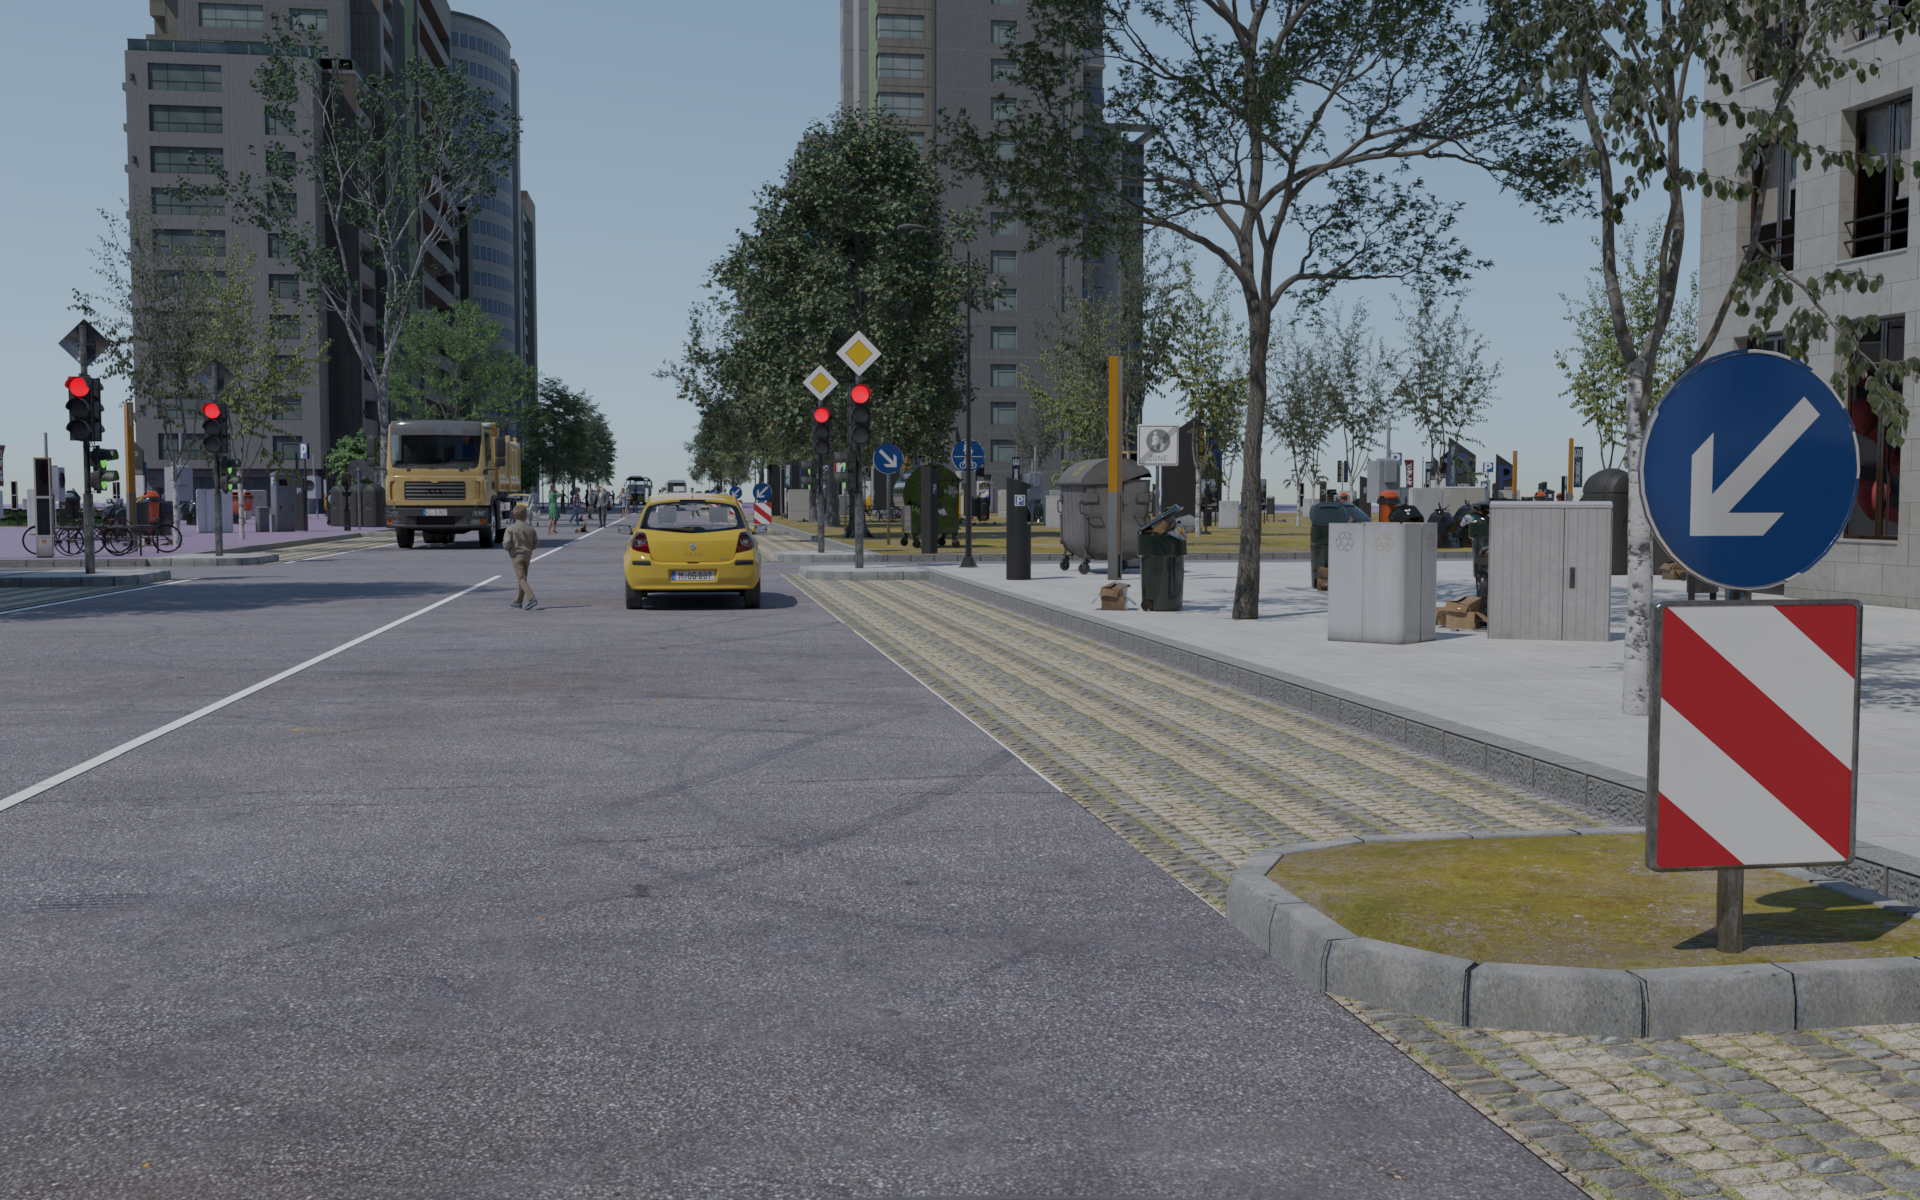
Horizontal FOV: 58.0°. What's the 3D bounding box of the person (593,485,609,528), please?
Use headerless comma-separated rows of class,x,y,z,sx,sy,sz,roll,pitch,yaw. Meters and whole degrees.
person,-15.161,-3.946,73.195,0.592,1.802,0.473,1,4,20

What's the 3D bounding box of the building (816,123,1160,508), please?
building,1.222,-29.310,171.094,32.217,40.220,23.993,-1,4,-9

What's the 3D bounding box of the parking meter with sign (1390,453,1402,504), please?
parking meter with sign,18.542,-4.740,73.756,0.543,3.016,1.738,1,4,16

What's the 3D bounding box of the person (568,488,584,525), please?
person,-17.617,-4.291,79.497,0.643,1.720,0.563,1,4,11

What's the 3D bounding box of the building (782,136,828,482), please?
building,-12.306,-37.516,232.993,23.786,49.044,30.456,-1,4,-9

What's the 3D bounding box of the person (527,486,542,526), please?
person,-18.896,-4.146,76.632,0.694,1.780,0.624,-2,4,-28

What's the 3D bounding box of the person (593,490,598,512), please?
person,-28.517,-7.740,135.585,0.617,1.759,0.750,-1,4,-10

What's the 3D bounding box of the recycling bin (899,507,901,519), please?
recycling bin,-2.926,-4.808,91.160,0.722,1.027,0.722,0,4,-3

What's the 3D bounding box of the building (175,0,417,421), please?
building,-48.486,-27.217,128.590,14.154,41.232,14.086,-1,4,-9

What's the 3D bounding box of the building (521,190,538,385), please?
building,-67.965,-36.523,247.254,14.600,45.320,14.200,-1,4,-9

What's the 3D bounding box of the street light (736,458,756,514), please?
street light,-13.990,-8.636,113.734,1.470,5.913,1.316,-1,4,-9

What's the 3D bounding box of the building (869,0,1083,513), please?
building,0.407,-26.823,122.146,14.154,41.232,14.086,-1,4,-9

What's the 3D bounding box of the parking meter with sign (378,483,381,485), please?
parking meter with sign,-35.843,-6.662,105.183,1.738,3.016,0.543,1,4,11

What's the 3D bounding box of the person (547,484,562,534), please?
person,-14.533,-3.245,61.798,0.600,1.795,0.529,3,5,43

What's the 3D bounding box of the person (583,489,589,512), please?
person,-30.259,-8.058,140.381,0.705,1.807,1.348,1,4,9

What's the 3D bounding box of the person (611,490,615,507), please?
person,-37.018,-10.759,184.278,0.599,1.838,0.709,-2,4,-28

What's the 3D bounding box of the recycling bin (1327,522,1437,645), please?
recycling bin,3.701,-0.160,15.175,0.722,1.027,0.722,3,5,39

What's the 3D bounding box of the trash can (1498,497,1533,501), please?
trash can,17.516,-2.610,54.326,0.748,1.137,0.748,0,3,0

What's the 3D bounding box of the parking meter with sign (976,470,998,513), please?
parking meter with sign,1.939,-7.239,114.620,1.738,3.016,0.543,1,4,18

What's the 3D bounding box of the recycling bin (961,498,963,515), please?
recycling bin,0.509,-5.628,104.580,0.722,1.027,0.722,-3,4,-37

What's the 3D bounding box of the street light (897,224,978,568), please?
street light,-0.385,-3.516,30.035,1.470,5.913,1.316,-1,4,-9

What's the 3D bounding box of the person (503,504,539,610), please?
person,-5.446,-0.531,21.456,0.640,1.303,0.475,3,4,37

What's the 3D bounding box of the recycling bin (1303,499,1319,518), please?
recycling bin,19.106,-4.986,94.080,0.722,1.027,0.722,-1,4,-19

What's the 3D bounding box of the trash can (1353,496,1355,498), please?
trash can,23.548,-5.709,104.994,0.748,1.137,0.748,0,3,0

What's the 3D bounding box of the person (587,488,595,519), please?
person,-20.824,-5.416,97.538,0.515,1.767,0.782,0,4,1

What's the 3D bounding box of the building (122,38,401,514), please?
building,-45.578,-20.983,114.773,14.160,30.474,14.107,-1,4,-9

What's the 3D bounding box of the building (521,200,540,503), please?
building,-64.548,-33.596,232.883,14.154,41.232,14.086,-1,4,-9

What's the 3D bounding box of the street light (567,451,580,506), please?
street light,-41.295,-12.987,184.882,1.470,5.913,1.316,-1,4,-9

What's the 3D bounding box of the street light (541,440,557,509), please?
street light,-35.121,-10.733,148.024,1.470,5.913,1.316,-1,4,-9

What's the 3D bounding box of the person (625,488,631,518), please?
person,-20.218,-5.909,105.454,0.374,1.781,0.599,2,4,35

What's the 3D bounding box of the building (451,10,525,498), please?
building,-65.314,-40.908,210.841,21.231,58.520,28.212,-1,4,-9

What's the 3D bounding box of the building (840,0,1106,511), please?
building,0.634,-36.800,143.680,21.231,58.520,28.212,-1,4,-9

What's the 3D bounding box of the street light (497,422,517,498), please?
street light,-29.142,-8.486,111.284,1.470,5.913,1.316,-1,4,-9

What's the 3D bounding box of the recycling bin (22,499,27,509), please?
recycling bin,-51.849,-5.137,96.549,0.722,1.027,0.722,-2,4,-26

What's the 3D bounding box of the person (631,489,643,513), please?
person,-24.107,-7.337,128.476,1.348,1.822,0.705,-2,4,-33

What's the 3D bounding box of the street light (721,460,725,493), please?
street light,-20.039,-10.903,150.802,1.470,5.913,1.316,-1,4,-9

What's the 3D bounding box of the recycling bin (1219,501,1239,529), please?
recycling bin,9.905,-3.133,63.780,0.722,1.027,0.722,0,4,7

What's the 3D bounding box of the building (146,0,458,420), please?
building,-54.760,-31.908,145.390,21.300,48.544,21.600,-1,4,-9

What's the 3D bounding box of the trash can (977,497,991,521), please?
trash can,1.104,-4.344,82.673,0.748,1.137,0.748,0,3,0

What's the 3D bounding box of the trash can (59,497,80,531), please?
trash can,-31.362,-3.015,60.953,0.748,1.137,0.748,0,3,0

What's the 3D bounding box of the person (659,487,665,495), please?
person,-14.586,-4.637,84.669,0.624,1.780,0.694,-3,5,-41

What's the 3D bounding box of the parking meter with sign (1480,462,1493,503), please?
parking meter with sign,28.678,-6.016,94.618,0.543,3.016,1.738,2,4,27

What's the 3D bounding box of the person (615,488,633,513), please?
person,-25.142,-7.424,129.520,1.348,1.869,0.705,-2,4,-25

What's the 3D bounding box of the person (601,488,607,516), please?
person,-22.811,-6.235,110.650,0.583,1.804,0.606,0,4,-3

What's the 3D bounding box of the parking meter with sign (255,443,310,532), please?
parking meter with sign,-22.966,-3.816,58.660,0.543,3.016,1.738,3,5,44

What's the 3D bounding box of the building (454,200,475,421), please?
building,-54.101,-24.035,164.677,14.160,30.474,14.107,-1,4,-9

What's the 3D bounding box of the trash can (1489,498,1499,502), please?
trash can,21.367,-3.497,68.833,0.748,1.137,0.748,0,3,0

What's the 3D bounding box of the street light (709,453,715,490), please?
street light,-27.545,-13.682,196.242,1.470,5.913,1.316,-1,4,-9

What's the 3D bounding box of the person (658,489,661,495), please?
person,-25.713,-8.551,148.310,1.348,1.824,0.705,2,4,35

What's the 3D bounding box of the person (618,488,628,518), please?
person,-20.249,-5.829,103.896,0.616,1.811,0.778,-2,4,-34

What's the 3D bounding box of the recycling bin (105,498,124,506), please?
recycling bin,-49.177,-5.395,100.766,0.722,1.027,0.722,0,4,7

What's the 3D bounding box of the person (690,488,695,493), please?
person,-15.784,-5.778,102.994,0.620,1.820,0.660,-3,5,-44

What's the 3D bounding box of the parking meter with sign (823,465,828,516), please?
parking meter with sign,-8.149,-6.577,103.795,0.543,3.016,1.738,-1,4,-13

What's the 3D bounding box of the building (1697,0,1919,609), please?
building,16.398,-9.827,15.427,10.420,20.320,16.860,-1,4,-9

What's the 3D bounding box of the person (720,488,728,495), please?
person,-12.478,-5.074,91.939,0.782,1.767,0.515,1,4,14

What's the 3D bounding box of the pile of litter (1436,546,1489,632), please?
pile of litter,4.969,-0.176,16.850,1.176,0.858,1.719,2,4,26

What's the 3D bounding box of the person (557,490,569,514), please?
person,-28.095,-6.929,122.306,1.217,1.766,0.721,1,4,23
